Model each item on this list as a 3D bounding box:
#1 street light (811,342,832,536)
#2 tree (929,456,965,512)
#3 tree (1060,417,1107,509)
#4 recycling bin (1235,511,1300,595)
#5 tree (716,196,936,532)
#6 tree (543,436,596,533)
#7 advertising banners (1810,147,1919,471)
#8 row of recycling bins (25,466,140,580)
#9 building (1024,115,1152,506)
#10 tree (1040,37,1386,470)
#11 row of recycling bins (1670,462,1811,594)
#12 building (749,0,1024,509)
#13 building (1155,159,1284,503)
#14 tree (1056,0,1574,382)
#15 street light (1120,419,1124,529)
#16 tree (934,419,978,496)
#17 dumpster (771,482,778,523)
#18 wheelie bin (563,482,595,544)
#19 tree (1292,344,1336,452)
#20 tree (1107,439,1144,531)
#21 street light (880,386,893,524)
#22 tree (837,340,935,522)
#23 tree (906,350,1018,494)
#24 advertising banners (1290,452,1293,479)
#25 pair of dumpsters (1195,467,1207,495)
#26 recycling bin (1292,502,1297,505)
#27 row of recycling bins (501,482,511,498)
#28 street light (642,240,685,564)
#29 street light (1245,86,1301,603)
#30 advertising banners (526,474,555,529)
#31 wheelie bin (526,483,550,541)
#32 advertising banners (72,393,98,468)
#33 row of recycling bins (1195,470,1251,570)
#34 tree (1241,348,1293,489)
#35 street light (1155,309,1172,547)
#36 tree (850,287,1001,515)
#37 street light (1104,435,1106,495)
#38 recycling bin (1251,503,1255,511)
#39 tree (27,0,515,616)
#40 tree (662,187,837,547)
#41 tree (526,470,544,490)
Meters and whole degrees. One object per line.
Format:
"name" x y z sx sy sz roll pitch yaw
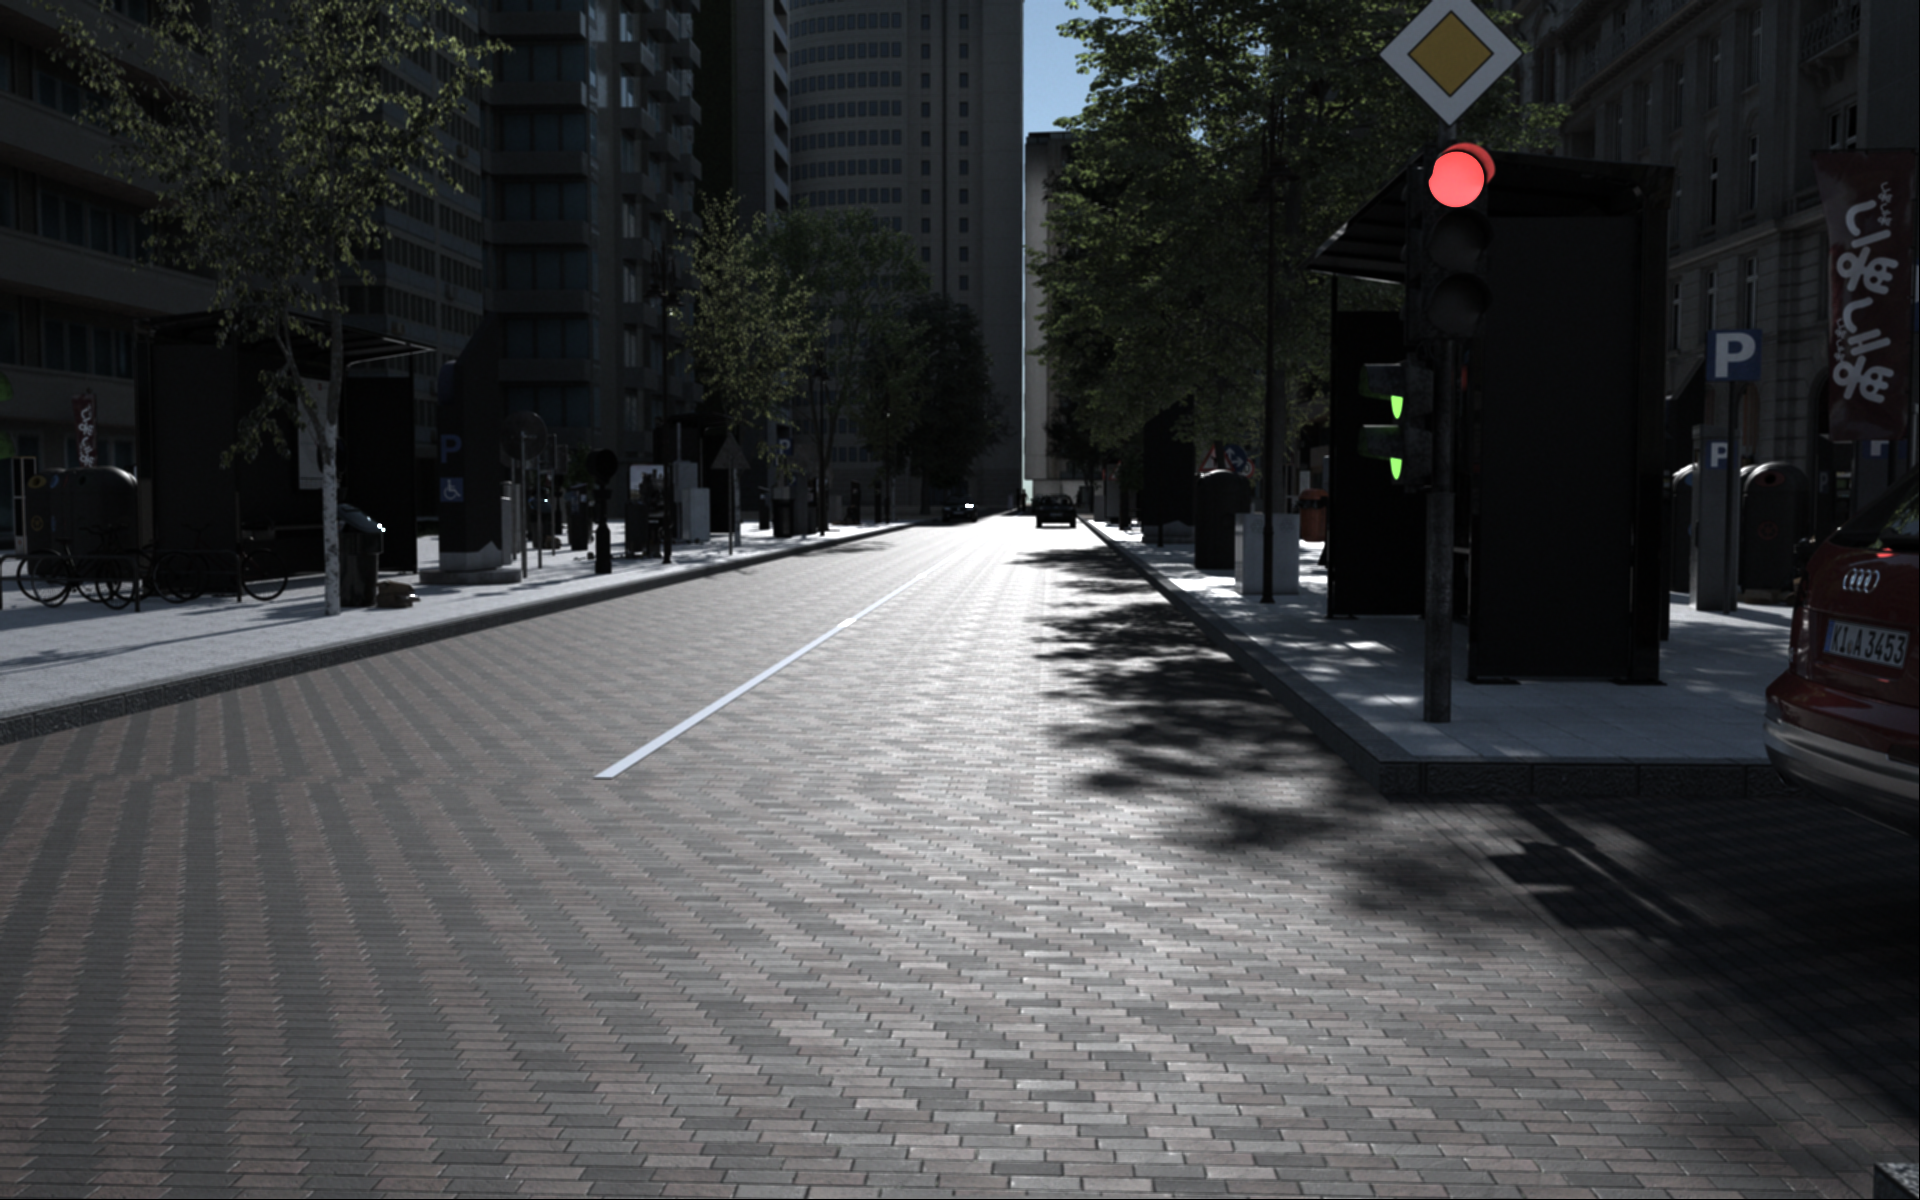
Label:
"street light" -4.218 -4.901 52.918 0.468 5.910 1.993 0 4 3
"tree" -1.116 -8.645 125.063 4.285 4.588 4.351 0 3 0
"tree" 10.633 -11.998 146.524 4.737 8.622 4.395 0 3 0
"recycling bin" 3.962 -0.600 22.369 0.722 1.027 0.722 0 4 0
"tree" -4.650 -8.184 59.565 9.928 11.665 9.643 0 3 0
"tree" -12.640 -3.873 57.918 1.663 3.219 1.824 0 3 0
"advertising banners" 5.348 -0.770 8.771 2.074 3.025 0.090 0 4 7
"row of recycling bins" -13.516 -1.200 26.732 1.069 1.692 3.534 -3 5 -41
"building" 14.001 -30.928 189.270 14.086 41.232 14.154 0 4 3
"tree" 5.151 -6.180 35.462 7.601 10.594 8.767 1 4 14
"row of recycling bins" 10.065 -0.940 22.487 3.534 1.692 1.069 2 4 29
"building" -7.106 -39.753 191.966 28.212 58.520 21.231 0 4 3
"building" 33.433 -30.851 196.288 23.993 40.220 32.217 0 4 3
"tree" 5.123 -6.579 25.688 7.486 12.596 7.792 0 3 0
"street light" 5.914 -5.528 63.169 0.468 5.910 1.993 0 4 3
"tree" -0.662 -11.057 131.138 4.360 8.622 3.978 0 3 0
"dumpster" -7.595 -4.300 76.068 1.264 1.857 1.865 0 4 3
"wheelie bin" -9.848 -2.255 44.776 0.693 1.594 0.980 0 4 2
"tree" 16.971 -7.594 74.529 4.360 8.622 3.978 0 3 0
"tree" 5.986 -4.023 60.373 1.663 3.219 1.824 0 3 0
"street light" -3.108 -6.195 74.077 0.468 5.910 1.993 0 4 3
"tree" -3.314 -7.931 80.036 4.737 8.622 4.395 0 3 0
"tree" 0.026 -14.474 147.022 12.009 13.543 11.850 0 3 0
"advertising banners" 13.692 -4.663 72.432 0.090 3.025 2.074 0 4 -1
"pair of dumpsters" 8.633 -3.746 63.744 1.574 2.255 4.437 0 4 3
"recycling bin" 10.345 -2.560 54.403 0.722 1.027 0.722 3 5 44
"row of recycling bins" -15.903 -3.125 58.203 3.534 1.692 1.069 3 5 44
"street light" -5.406 -3.607 31.762 0.468 5.910 1.993 0 4 3
"street light" 3.621 -2.901 20.218 0.468 5.910 1.993 0 4 3
"advertising banners" -15.557 -4.074 62.805 2.074 3.025 0.090 -1 4 -18
"wheelie bin" -11.734 -2.458 48.094 0.693 1.594 0.980 -1 4 -13
"advertising banners" -14.495 -2.068 29.997 2.074 3.025 0.090 1 4 16
"row of recycling bins" 4.722 -1.466 31.082 1.069 1.692 3.534 1 4 9
"tree" 14.895 -8.029 81.637 4.360 8.622 3.978 0 3 0
"street light" 4.855 -4.220 41.778 0.468 5.910 1.993 0 4 3
"tree" -2.100 -12.277 107.382 9.857 13.997 8.962 0 3 0
"street light" 7.052 -6.822 84.327 0.468 5.910 1.993 0 4 3
"recycling bin" 7.918 -2.256 49.433 0.722 1.027 0.722 -2 4 -29
"tree" -6.885 -4.140 18.053 4.360 8.622 3.978 0 3 0
"tree" -5.313 -5.590 41.763 4.360 8.622 3.978 0 3 0
"tree" -15.337 -4.288 64.709 1.663 3.219 1.824 0 3 0
